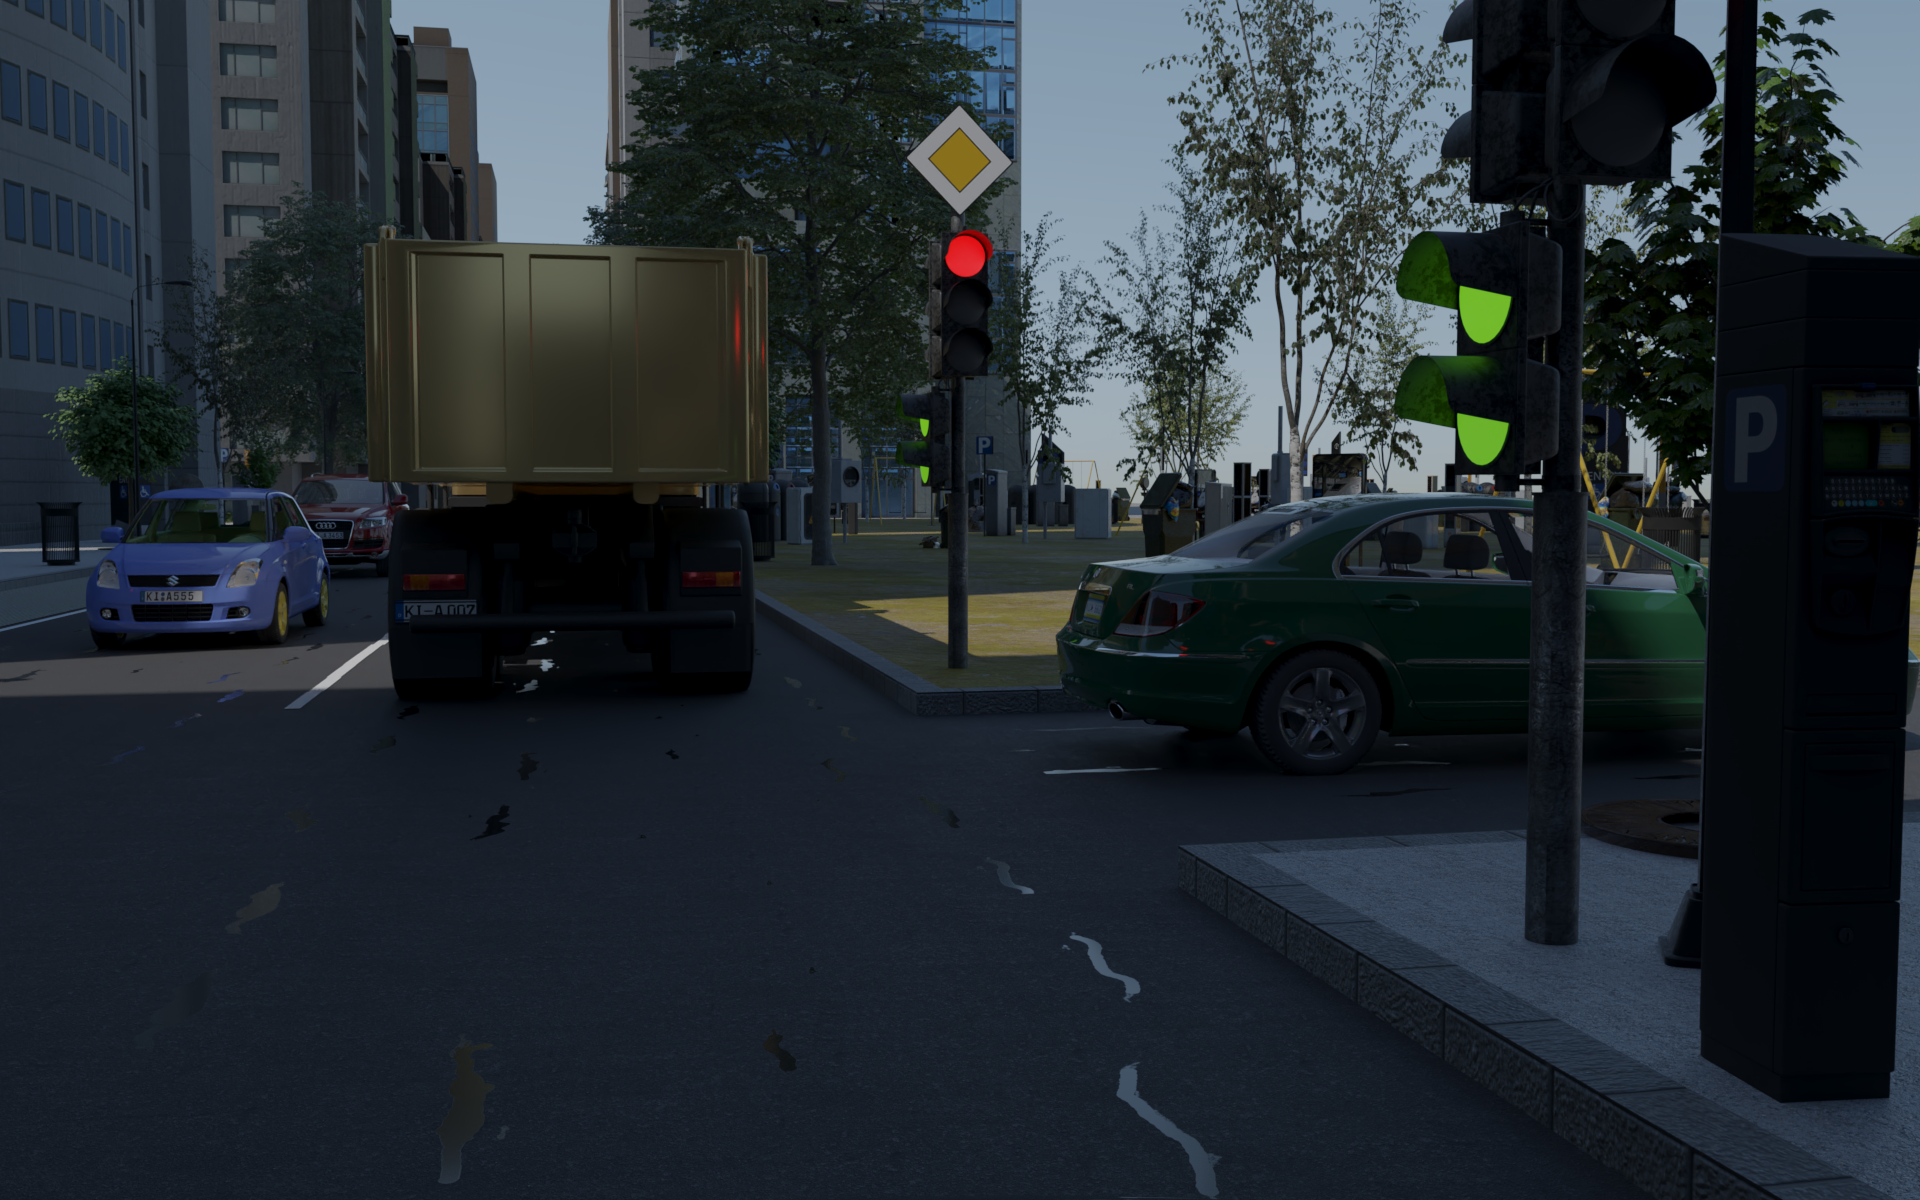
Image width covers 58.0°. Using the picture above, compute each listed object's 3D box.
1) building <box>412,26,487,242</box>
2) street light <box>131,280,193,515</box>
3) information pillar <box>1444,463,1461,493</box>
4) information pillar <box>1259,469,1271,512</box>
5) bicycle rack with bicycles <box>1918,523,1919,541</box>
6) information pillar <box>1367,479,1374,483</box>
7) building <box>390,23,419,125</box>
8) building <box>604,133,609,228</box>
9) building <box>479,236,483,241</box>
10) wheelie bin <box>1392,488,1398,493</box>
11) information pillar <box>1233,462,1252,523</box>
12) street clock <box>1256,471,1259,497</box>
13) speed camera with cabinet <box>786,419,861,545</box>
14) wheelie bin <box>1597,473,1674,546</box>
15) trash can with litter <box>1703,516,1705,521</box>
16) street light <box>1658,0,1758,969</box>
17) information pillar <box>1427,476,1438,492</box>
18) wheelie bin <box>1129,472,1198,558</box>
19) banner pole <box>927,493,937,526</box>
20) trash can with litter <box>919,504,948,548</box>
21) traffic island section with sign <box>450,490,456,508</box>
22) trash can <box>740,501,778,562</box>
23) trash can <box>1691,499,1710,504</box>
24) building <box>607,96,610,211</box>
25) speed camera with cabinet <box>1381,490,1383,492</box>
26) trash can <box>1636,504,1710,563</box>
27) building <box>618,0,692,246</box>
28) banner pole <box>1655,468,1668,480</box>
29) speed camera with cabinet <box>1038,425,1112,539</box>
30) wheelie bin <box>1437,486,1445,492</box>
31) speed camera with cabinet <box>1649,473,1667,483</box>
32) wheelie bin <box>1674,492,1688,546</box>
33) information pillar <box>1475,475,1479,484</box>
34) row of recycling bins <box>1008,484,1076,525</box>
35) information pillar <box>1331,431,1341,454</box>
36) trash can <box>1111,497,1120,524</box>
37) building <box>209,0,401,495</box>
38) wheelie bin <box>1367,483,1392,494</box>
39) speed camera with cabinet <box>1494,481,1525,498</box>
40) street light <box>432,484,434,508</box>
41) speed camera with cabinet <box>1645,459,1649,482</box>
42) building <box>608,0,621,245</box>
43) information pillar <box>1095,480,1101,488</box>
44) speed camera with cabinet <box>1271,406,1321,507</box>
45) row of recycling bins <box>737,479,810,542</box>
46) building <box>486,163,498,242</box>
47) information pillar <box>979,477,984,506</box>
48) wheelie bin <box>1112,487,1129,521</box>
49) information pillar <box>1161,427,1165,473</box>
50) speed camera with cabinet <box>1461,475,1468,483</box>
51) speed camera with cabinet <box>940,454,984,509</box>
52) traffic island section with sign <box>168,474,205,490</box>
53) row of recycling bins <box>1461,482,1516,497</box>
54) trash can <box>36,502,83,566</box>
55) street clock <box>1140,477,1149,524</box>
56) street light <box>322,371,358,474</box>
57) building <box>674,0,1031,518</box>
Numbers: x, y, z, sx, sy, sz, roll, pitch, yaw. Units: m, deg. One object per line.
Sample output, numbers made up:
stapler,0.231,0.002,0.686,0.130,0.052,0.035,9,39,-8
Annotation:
building,-54.673,-31.801,170.061,14.600,45.320,14.200,-1,4,-12
street light,-17.319,-3.979,37.601,1.470,5.913,1.316,-1,4,-12
information pillar,11.771,-2.257,41.390,0.304,2.012,0.304,3,4,38
information pillar,8.863,-2.804,50.345,0.304,2.012,0.304,2,4,25
bicycle rack with bicycles,24.369,-1.964,45.498,2.925,0.926,2.852,2,4,25
information pillar,19.767,-4.836,83.565,0.304,2.012,0.304,-2,4,-28
building,-39.847,-20.242,102.663,14.160,30.474,14.107,-1,4,-12
building,-31.516,-33.945,209.628,22.147,44.769,28.867,-1,4,-12
building,-58.164,-25.261,184.721,14.160,30.474,14.107,-1,4,-12
wheelie bin,21.504,-4.803,86.442,0.693,1.594,0.980,2,4,32
information pillar,6.520,-2.173,40.024,0.304,2.012,0.304,-3,5,-40
street clock,9.332,-2.992,53.496,0.358,2.002,0.471,2,4,32
speed camera with cabinet,-3.488,-3.066,44.467,2.038,3.252,0.660,-3,5,-43
wheelie bin,10.029,-1.105,25.983,0.980,1.594,0.693,-2,4,-27
trash can with litter,36.181,-4.385,83.083,1.055,1.170,0.624,2,4,33
street light,1.562,-1.955,4.502,1.470,5.913,1.316,-1,4,-12
information pillar,18.699,-3.921,68.593,0.304,2.012,0.304,-2,4,-28
wheelie bin,3.071,-1.074,25.472,0.693,1.594,0.980,-1,4,-23
banner pole,-1.109,-4.896,70.063,0.401,3.779,0.863,-1,4,-9
trash can with litter,-0.458,-1.806,40.910,1.055,1.170,0.624,1,4,19
traffic island section with sign,-30.919,-5.983,106.445,1.989,1.847,2.006,-1,4,-12
trash can,-3.843,-1.311,33.083,0.748,1.137,0.748,0,3,0
trash can,21.592,-2.359,50.225,0.748,1.137,0.748,0,3,0
building,-26.241,-34.292,184.375,21.300,48.544,21.600,-1,4,-12
speed camera with cabinet,15.280,-4.420,66.605,2.038,3.252,0.660,1,4,17
trash can,7.903,-0.465,19.255,0.748,1.137,0.748,0,3,0
building,-15.637,-36.202,133.904,21.231,58.520,28.212,-1,4,-12
banner pole,25.660,-4.474,63.165,0.863,3.779,0.401,-2,4,-24
speed camera with cabinet,3.303,-3.387,49.719,2.038,3.252,0.660,1,4,15
wheelie bin,18.914,-3.642,67.461,0.980,1.594,0.693,-3,4,-38
speed camera with cabinet,30.151,-4.893,74.331,0.660,3.252,2.038,2,4,27
wheelie bin,17.390,-2.120,42.577,0.980,1.594,0.693,0,4,2
information pillar,26.213,-5.897,87.769,0.183,3.616,0.504,2,4,31
row of recycling bins,3.559,-4.070,73.655,3.534,1.692,1.069,-3,4,-37
information pillar,14.061,-4.491,64.785,0.183,3.616,0.504,-2,4,-27
trash can,6.432,-3.801,73.793,0.748,1.137,0.748,0,3,0
building,-36.974,-24.768,88.559,14.154,41.232,14.086,-1,4,-12
wheelie bin,11.313,-2.444,47.870,0.693,1.594,0.980,3,5,43
speed camera with cabinet,20.127,-4.217,63.287,0.660,3.252,2.038,0,4,-1
street light,-33.663,-8.554,112.400,1.470,5.913,1.316,-1,4,-12
speed camera with cabinet,37.533,-6.137,94.681,0.660,3.252,2.038,3,5,40
building,-24.034,-30.851,154.524,14.600,45.320,14.200,-1,4,-12
information pillar,7.250,-5.282,90.851,0.304,2.012,0.304,0,4,5
speed camera with cabinet,7.485,-2.688,38.284,0.660,3.252,2.038,-1,4,-9
row of recycling bins,-5.118,-2.471,47.510,1.069,1.692,3.534,1,4,20
building,-67.872,-35.292,227.134,14.600,45.320,14.200,-1,4,-12
information pillar,1.059,-4.364,75.847,0.304,2.012,0.304,-3,4,-37
wheelie bin,7.602,-4.530,81.980,0.980,1.594,0.693,-3,4,-37
information pillar,7.089,-4.238,60.639,0.183,3.616,0.504,0,4,1
speed camera with cabinet,26.487,-6.042,93.129,2.038,3.252,0.660,-1,4,-21
speed camera with cabinet,0.176,-5.043,76.783,2.038,3.252,0.660,1,4,15
traffic island section with sign,-14.699,-1.480,32.825,1.989,1.847,2.006,-1,4,-12
row of recycling bins,17.882,-3.216,59.691,3.534,1.692,1.069,-3,4,-39
trash can,-16.173,-1.192,31.136,0.748,1.137,0.748,0,3,0
street clock,7.960,-4.295,74.791,0.358,2.002,0.471,3,4,37
street light,-23.342,-5.667,65.190,1.470,5.913,1.316,-1,4,-12
building,-8.401,-48.423,104.381,22.319,86.520,31.000,-1,4,-12
